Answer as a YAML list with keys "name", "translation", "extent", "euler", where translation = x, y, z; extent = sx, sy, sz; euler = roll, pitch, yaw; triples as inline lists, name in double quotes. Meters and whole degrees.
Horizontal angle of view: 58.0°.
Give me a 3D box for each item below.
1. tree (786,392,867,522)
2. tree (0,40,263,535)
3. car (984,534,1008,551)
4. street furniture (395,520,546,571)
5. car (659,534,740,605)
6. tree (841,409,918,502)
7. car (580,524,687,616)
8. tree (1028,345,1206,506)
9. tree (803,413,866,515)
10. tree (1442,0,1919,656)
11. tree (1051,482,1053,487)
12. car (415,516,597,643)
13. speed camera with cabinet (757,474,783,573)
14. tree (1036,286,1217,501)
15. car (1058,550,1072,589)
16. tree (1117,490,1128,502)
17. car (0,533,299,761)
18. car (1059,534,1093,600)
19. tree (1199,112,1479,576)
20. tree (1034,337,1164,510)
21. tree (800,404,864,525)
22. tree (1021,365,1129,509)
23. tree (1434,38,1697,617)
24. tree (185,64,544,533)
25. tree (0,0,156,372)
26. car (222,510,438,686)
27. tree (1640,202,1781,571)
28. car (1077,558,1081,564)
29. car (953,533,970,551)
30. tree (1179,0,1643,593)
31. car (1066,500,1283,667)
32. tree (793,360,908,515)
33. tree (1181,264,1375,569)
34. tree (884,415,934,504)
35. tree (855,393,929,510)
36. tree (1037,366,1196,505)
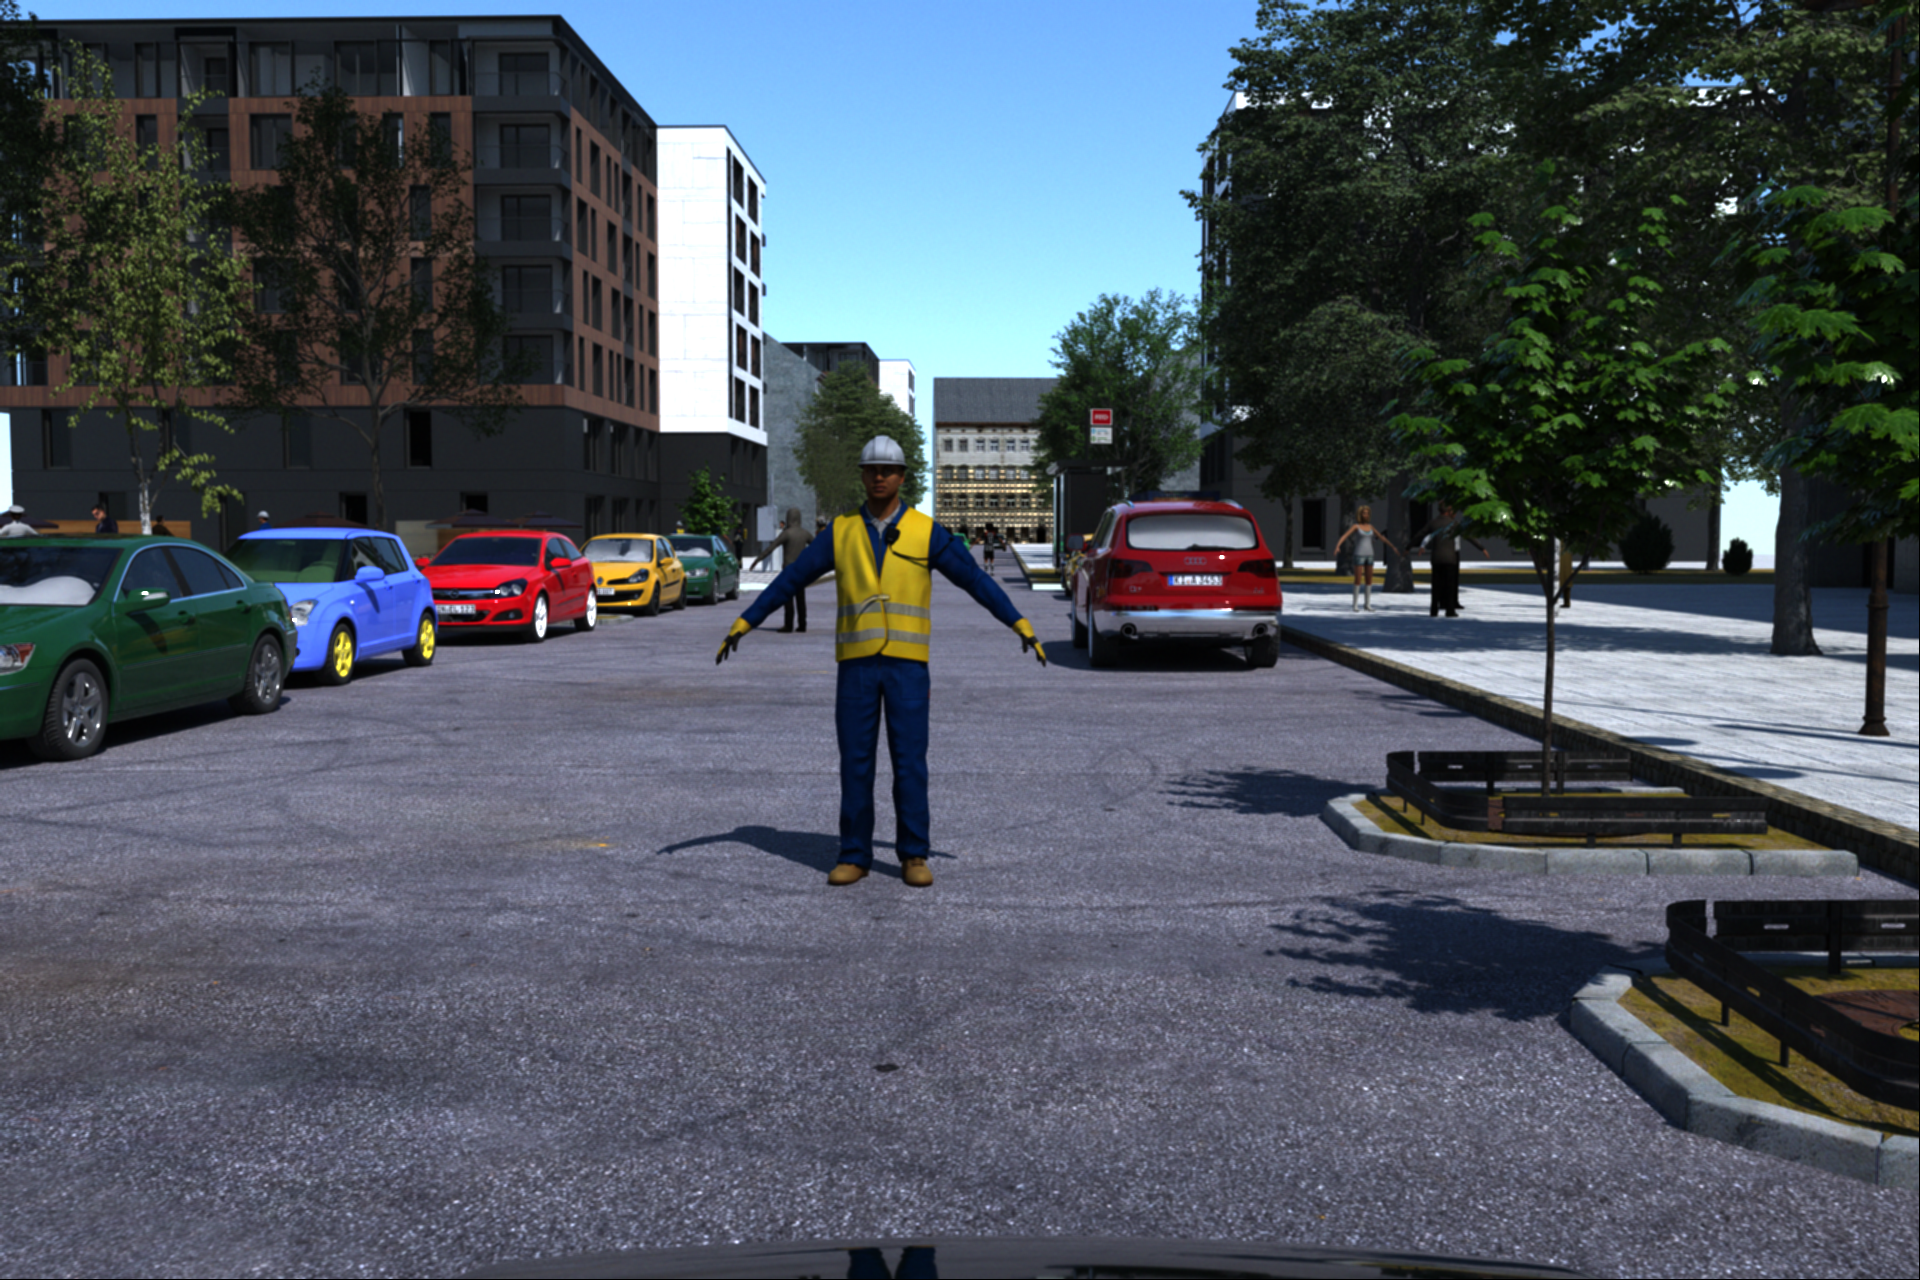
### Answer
- name: "tree"
  translation: [-7.409, -8.530, 89.823]
  extent: [4.360, 8.622, 3.978]
  euler: [0, 3, 0]
- name: "tree"
  translation: [-12.509, -4.644, 26.287]
  extent: [4.737, 8.622, 4.395]
  euler: [0, 3, 0]
- name: "car"
  translation: [2.973, -8.207, 143.973]
  extent: [2.009, 1.686, 4.222]
  euler: [0, 4, 0]
- name: "street furniture"
  translation: [-17.352, -3.165, 58.603]
  extent: [9.812, 1.723, 11.010]
  euler: [3, 5, 42]
- name: "car"
  translation: [-5.780, -1.504, 36.381]
  extent: [2.131, 1.459, 4.920]
  euler: [0, 4, 1]
- name: "tree"
  translation: [-6.504, -11.624, 124.458]
  extent: [7.601, 10.594, 8.767]
  euler: [-1, 4, -8]
- name: "car"
  translation: [-6.086, -1.293, 31.369]
  extent: [2.015, 1.641, 3.980]
  euler: [0, 4, 1]
- name: "tree"
  translation: [7.482, -9.074, 82.779]
  extent: [8.767, 10.594, 7.601]
  euler: [0, 4, 2]
- name: "tree"
  translation: [-6.937, -9.461, 105.056]
  extent: [4.360, 8.622, 3.978]
  euler: [0, 3, 0]
- name: "tree"
  translation: [8.661, -6.094, 17.766]
  extent: [7.486, 12.596, 7.792]
  euler: [0, 3, 0]
- name: "tree"
  translation: [9.523, -11.907, 145.048]
  extent: [4.360, 8.622, 3.978]
  euler: [0, 3, 0]
- name: "car"
  translation: [-6.350, -0.922, 24.107]
  extent: [2.155, 1.783, 4.494]
  euler: [0, 4, 2]
- name: "speed camera with cabinet"
  translation: [-6.363, -3.891, 57.956]
  extent: [0.660, 3.252, 2.038]
  euler: [0, 4, 3]
- name: "tree"
  translation: [7.102, -9.040, 73.566]
  extent: [9.928, 11.665, 9.643]
  euler: [0, 3, 0]
- name: "car"
  translation: [3.528, -1.952, 44.492]
  extent: [1.945, 1.354, 3.894]
  euler: [0, 4, 0]
- name: "tree"
  translation: [23.874, -18.428, 235.704]
  extent: [7.601, 10.594, 8.767]
  euler: [0, 4, -2]
- name: "car"
  translation: [-6.440, -0.040, 12.458]
  extent: [2.131, 1.459, 4.920]
  euler: [0, 4, 1]
- name: "car"
  translation: [3.240, -1.735, 38.583]
  extent: [2.015, 1.641, 3.980]
  euler: [0, 4, 0]
- name: "tree"
  translation: [11.828, -8.949, 52.972]
  extent: [9.857, 13.997, 8.962]
  euler: [0, 3, 0]
- name: "tree"
  translation: [7.961, -11.139, 100.242]
  extent: [7.486, 12.596, 7.792]
  euler: [0, 3, 0]
- name: "tree"
  translation: [-7.591, -9.061, 98.505]
  extent: [4.360, 8.622, 3.978]
  euler: [0, 3, 0]
- name: "tree"
  translation: [7.960, -12.120, 116.292]
  extent: [7.486, 12.596, 7.792]
  euler: [0, 3, 0]
- name: "tree"
  translation: [9.092, -4.644, 26.296]
  extent: [4.360, 8.622, 3.978]
  euler: [0, 3, 0]
- name: "tree"
  translation: [-12.162, -6.176, 35.384]
  extent: [7.601, 10.594, 8.767]
  euler: [-1, 4, -17]
- name: "tree"
  translation: [-12.510, -5.133, 18.329]
  extent: [7.601, 10.594, 8.767]
  euler: [-2, 4, -33]
- name: "car"
  translation: [-6.623, -0.483, 17.481]
  extent: [1.945, 1.707, 3.694]
  euler: [0, 4, 2]
- name: "tree"
  translation: [26.498, -8.667, 59.830]
  extent: [7.486, 12.596, 7.792]
  euler: [0, 3, 0]
- name: "car"
  translation: [3.006, -1.167, 29.296]
  extent: [2.015, 1.641, 3.980]
  euler: [0, 4, 1]
- name: "car"
  translation: [-0.346, -5.815, 103.877]
  extent: [1.959, 1.807, 4.718]
  euler: [0, 4, 1]
- name: "tree"
  translation: [9.668, -7.997, 37.414]
  extent: [9.857, 13.997, 8.962]
  euler: [0, 3, 0]
- name: "car"
  translation: [2.414, -0.704, 20.184]
  extent: [2.281, 1.827, 5.304]
  euler: [0, 4, 0]
- name: "tree"
  translation: [-7.350, -11.935, 113.258]
  extent: [7.486, 12.596, 7.792]
  euler: [0, 3, 0]
- name: "tree"
  translation: [11.902, -8.388, 62.906]
  extent: [9.928, 11.665, 9.643]
  euler: [0, 3, 0]
- name: "tree"
  translation: [-6.143, -13.720, 150.082]
  extent: [9.928, 11.665, 9.643]
  euler: [0, 3, 0]
- name: "tree"
  translation: [-5.953, -13.560, 139.840]
  extent: [7.486, 12.596, 7.792]
  euler: [0, 3, 0]
- name: "tree"
  translation: [8.293, -9.638, 91.996]
  extent: [8.767, 10.594, 7.601]
  euler: [0, 4, 3]
